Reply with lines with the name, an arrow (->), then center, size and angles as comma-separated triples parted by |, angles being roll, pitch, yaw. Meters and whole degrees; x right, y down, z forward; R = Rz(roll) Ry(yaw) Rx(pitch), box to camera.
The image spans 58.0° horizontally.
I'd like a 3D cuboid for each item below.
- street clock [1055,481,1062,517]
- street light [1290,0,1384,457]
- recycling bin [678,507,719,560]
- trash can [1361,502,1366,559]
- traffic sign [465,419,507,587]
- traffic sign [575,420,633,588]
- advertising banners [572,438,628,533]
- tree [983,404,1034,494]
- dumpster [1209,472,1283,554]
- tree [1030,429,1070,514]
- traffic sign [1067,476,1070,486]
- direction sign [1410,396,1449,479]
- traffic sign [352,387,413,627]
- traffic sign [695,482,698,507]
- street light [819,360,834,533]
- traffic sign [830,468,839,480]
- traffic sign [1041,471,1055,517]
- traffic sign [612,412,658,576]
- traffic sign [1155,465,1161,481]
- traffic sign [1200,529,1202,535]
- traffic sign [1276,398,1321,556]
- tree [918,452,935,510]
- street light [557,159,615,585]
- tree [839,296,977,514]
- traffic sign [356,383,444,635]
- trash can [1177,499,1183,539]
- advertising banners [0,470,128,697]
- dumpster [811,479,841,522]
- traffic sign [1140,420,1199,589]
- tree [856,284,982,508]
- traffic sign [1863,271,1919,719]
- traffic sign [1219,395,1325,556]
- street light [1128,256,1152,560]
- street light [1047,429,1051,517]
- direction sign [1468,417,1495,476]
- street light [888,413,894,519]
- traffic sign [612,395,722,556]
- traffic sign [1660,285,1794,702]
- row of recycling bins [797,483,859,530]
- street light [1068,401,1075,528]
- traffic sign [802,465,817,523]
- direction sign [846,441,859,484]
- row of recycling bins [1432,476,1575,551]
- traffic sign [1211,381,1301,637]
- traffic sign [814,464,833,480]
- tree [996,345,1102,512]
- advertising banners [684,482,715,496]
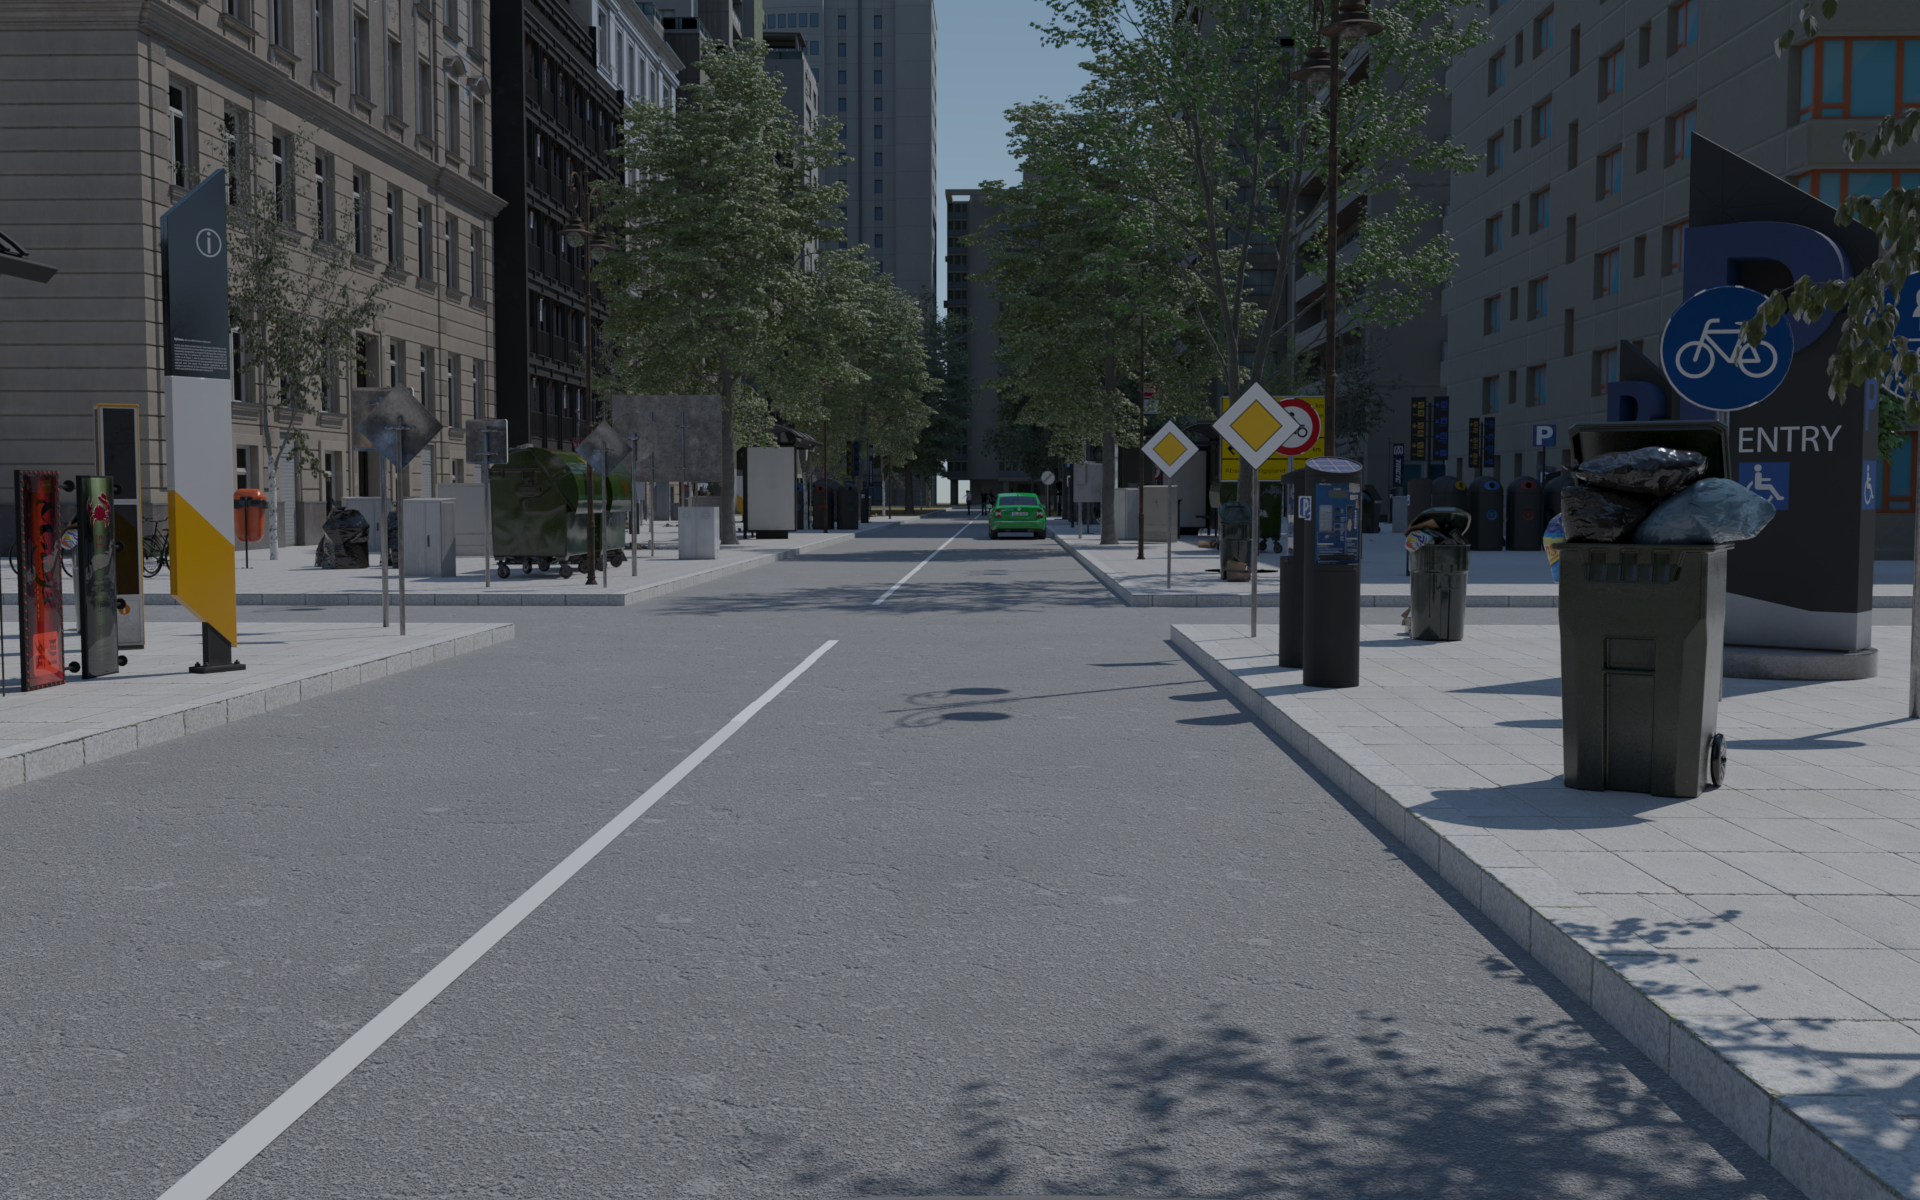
street clock -> 5.684, -5.778, 99.041 | 0.471, 2.002, 0.358 | 0, 4, -4
street light -> 3.005, -2.522, 14.016 | 0.468, 5.910, 1.993 | 0, 4, 1
recycling bin -> -5.149, -1.321, 34.156 | 0.722, 1.027, 0.722 | 0, 4, 0
trash can -> 7.261, -1.280, 32.583 | 0.748, 1.137, 0.748 | 0, 3, 0
traffic sign -> -6.495, -1.323, 23.764 | 0.606, 2.300, 0.079 | 1, 4, 11
traffic sign -> -4.859, -1.224, 23.660 | 0.795, 2.450, 0.064 | 0, 4, 1
advertising banners -> -11.365, -3.579, 54.697 | 0.090, 3.025, 2.074 | 3, 5, 42
tree -> 7.168, -16.003, 172.025 | 12.009, 13.543, 11.850 | 0, 3, 0
dumpster -> 6.351, -2.179, 38.116 | 1.502, 2.255, 1.985 | 0, 4, 2
tree -> 6.008, -9.706, 109.062 | 4.360, 8.622, 3.978 | 0, 3, 0
traffic sign -> 6.096, -5.697, 95.270 | 0.606, 2.300, 0.079 | 0, 4, 5
direction sign -> 10.919, -2.956, 40.329 | 0.876, 3.537, 0.379 | 2, 4, 32
traffic sign -> -5.534, -0.887, 16.636 | 0.606, 2.300, 0.079 | 0, 4, 5
traffic sign -> -5.498, -2.083, 36.179 | 0.606, 2.300, 0.079 | 1, 4, 11
street light -> -4.403, -5.124, 56.562 | 0.468, 5.910, 1.993 | 0, 4, 1
traffic sign -> -5.714, -4.679, 77.679 | 0.795, 2.450, 0.064 | 0, 4, 7
traffic sign -> 4.857, -5.848, 95.721 | 0.768, 2.556, 0.104 | 0, 4, 8
traffic sign -> -5.085, -1.643, 26.975 | 0.768, 2.556, 0.104 | 0, 4, 8
traffic sign -> 7.459, -4.093, 67.020 | 0.768, 2.556, 0.104 | 1, 4, 9
traffic sign -> 7.582, -3.328, 54.415 | 0.884, 2.594, 0.081 | 0, 4, 2
traffic sign -> 4.402, -1.405, 23.072 | 0.768, 2.556, 0.104 | 0, 4, 5
tree -> -3.288, -11.712, 141.857 | 4.737, 8.622, 4.395 | 0, 3, 0
street light -> -5.219, -3.153, 24.344 | 0.468, 5.910, 1.993 | 0, 4, 1
tree -> -3.204, -12.464, 110.448 | 9.857, 13.997, 8.962 | 0, 3, 0
traffic sign -> -5.061, -0.736, 15.677 | 0.795, 2.450, 0.064 | 0, 4, 1
trash can -> 5.730, -2.191, 47.476 | 0.748, 1.137, 0.748 | 0, 3, 0
advertising banners -> -6.055, -0.930, 11.386 | 0.090, 3.025, 2.074 | 0, 4, 0
dumpster -> -4.960, -3.651, 65.447 | 1.264, 1.857, 1.865 | 0, 4, 1
traffic sign -> 2.832, -1.211, 23.445 | 0.795, 2.450, 0.064 | 0, 4, 1
tree -> -3.825, -18.548, 159.145 | 12.611, 20.169, 13.585 | 0, 3, 0
traffic sign -> 5.485, -0.596, 9.852 | 0.768, 2.556, 0.104 | 0, 4, 7
traffic sign -> 6.510, -2.568, 35.855 | 2.265, 3.308, 0.079 | 0, 4, 3
street light -> 3.548, -3.731, 33.790 | 0.468, 5.910, 1.993 | 0, 4, 1
street light -> 5.099, -7.669, 98.171 | 0.468, 5.910, 1.993 | 0, 4, 1
direction sign -> 15.409, -3.622, 51.222 | 0.379, 3.537, 0.876 | -3, 4, -38
street light -> -3.615, -7.118, 89.169 | 0.468, 5.910, 1.993 | 0, 4, 1
traffic sign -> -6.026, -2.555, 35.643 | 2.265, 3.308, 0.079 | 0, 4, 2
traffic sign -> 4.678, -0.645, 10.654 | 0.768, 2.556, 0.104 | 1, 4, 10
row of recycling bins -> -5.412, -3.389, 62.517 | 3.534, 1.692, 1.069 | 0, 4, 2
street light -> 4.300, -5.700, 65.977 | 0.468, 5.910, 1.993 | 0, 4, 1
traffic sign -> -6.521, -4.625, 75.731 | 0.768, 2.556, 0.104 | 1, 4, 9
direction sign -> -4.602, -5.040, 74.406 | 0.379, 3.537, 0.876 | 2, 4, 32
row of recycling bins -> 12.313, -1.963, 39.208 | 3.534, 1.692, 1.069 | 0, 4, -4
traffic sign -> 2.630, -0.723, 15.463 | 0.795, 2.450, 0.064 | 0, 4, 1
traffic sign -> -5.549, -4.295, 70.329 | 0.768, 2.556, 0.104 | 0, 4, 3
tree -> 7.185, -13.444, 126.462 | 9.857, 13.997, 8.962 | 0, 3, 0
advertising banners -> -13.290, -5.593, 87.637 | 2.074, 3.025, 0.090 | 2, 4, 27
